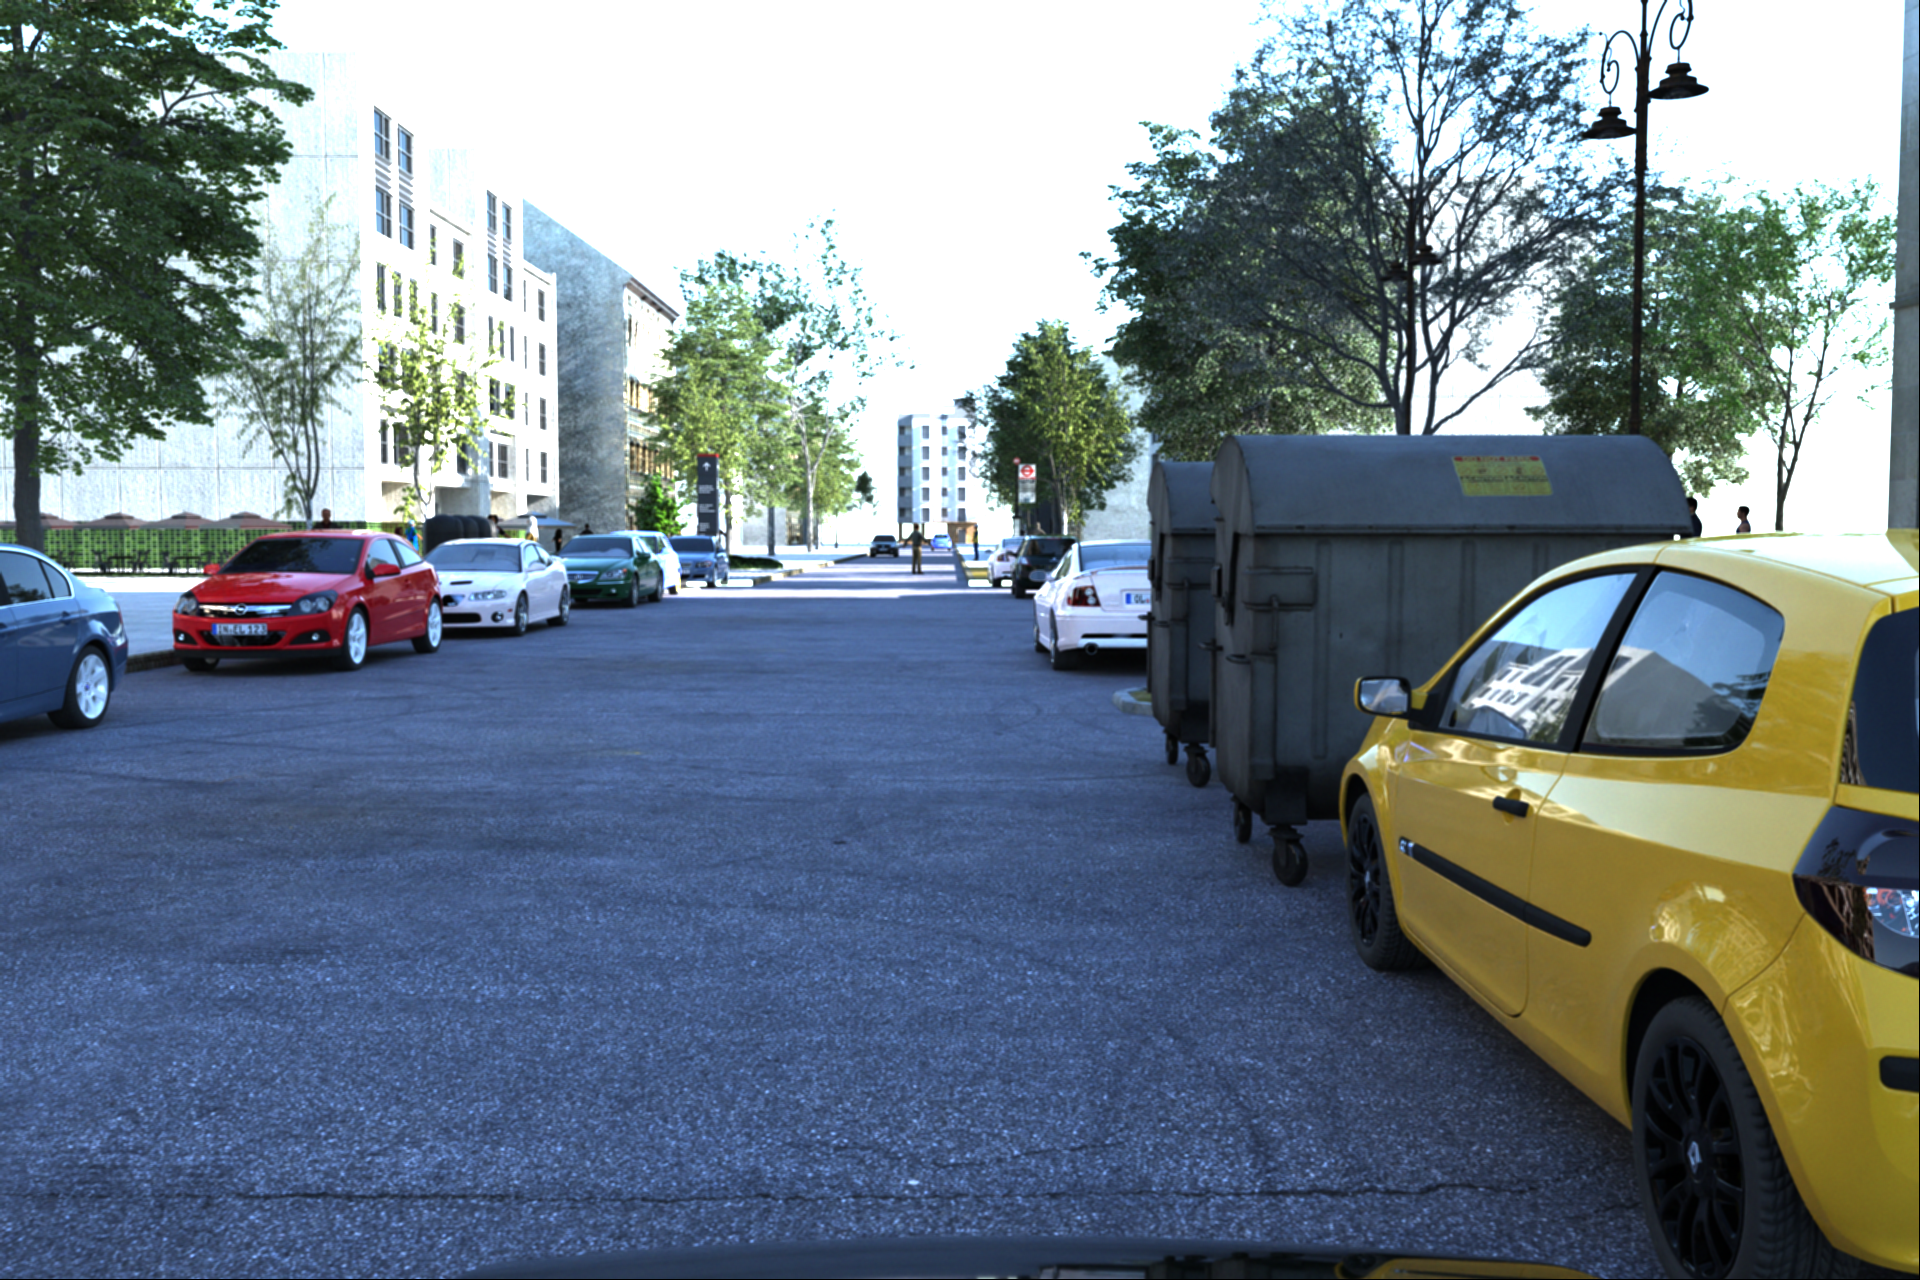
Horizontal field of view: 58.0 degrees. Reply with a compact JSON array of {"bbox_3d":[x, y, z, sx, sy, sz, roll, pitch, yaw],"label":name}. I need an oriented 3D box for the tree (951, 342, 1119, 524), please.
[{"bbox_3d":[4.673,-11.897,104.890,12.009,13.543,11.850,0,3,0],"label":"tree"}]

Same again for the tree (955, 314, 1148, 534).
[{"bbox_3d":[4.261,-8.483,73.104,8.767,10.594,7.601,-2,4,-33],"label":"tree"}]

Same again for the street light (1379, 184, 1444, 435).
[{"bbox_3d":[6.051,-3.094,23.379,0.468,5.910,1.993,0,4,-1],"label":"street light"}]

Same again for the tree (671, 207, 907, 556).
[{"bbox_3d":[-9.833,-14.940,100.164,12.611,20.169,13.585,0,3,0],"label":"tree"}]

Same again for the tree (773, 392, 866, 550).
[{"bbox_3d":[-11.363,-13.496,138.781,7.486,12.596,7.792,0,3,0],"label":"tree"}]

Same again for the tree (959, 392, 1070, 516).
[{"bbox_3d":[4.856,-14.559,148.415,12.009,13.543,11.850,0,3,0],"label":"tree"}]

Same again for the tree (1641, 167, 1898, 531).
[{"bbox_3d":[23.626,-7.555,49.283,9.928,11.665,9.643,0,3,0],"label":"tree"}]

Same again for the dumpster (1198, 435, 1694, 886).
[{"bbox_3d":[2.032,0.042,7.529,1.865,1.857,1.264,0,4,-1],"label":"dumpster"}]

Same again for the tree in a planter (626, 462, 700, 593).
[{"bbox_3d":[-7.525,-2.797,42.947,1.991,3.239,1.994,0,4,0],"label":"tree in a planter"}]

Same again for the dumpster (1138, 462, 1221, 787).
[{"bbox_3d":[2.039,-0.126,10.277,1.865,1.857,1.264,0,4,-1],"label":"dumpster"}]

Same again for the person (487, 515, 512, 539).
[{"bbox_3d":[-13.143,-2.607,48.770,1.345,1.843,0.704,-2,4,-24],"label":"person"}]

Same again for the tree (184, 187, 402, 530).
[{"bbox_3d":[-13.399,-5.249,36.182,4.360,8.622,3.978,0,3,0],"label":"tree"}]

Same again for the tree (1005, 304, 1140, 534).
[{"bbox_3d":[3.652,-6.491,56.490,4.737,8.622,4.395,0,3,0],"label":"tree"}]

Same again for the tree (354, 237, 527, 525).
[{"bbox_3d":[-13.434,-5.728,44.019,4.737,8.622,4.395,0,3,0],"label":"tree"}]

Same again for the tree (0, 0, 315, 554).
[{"bbox_3d":[-13.102,-6.492,24.271,7.486,12.596,7.792,0,3,0],"label":"tree"}]

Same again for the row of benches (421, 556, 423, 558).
[{"bbox_3d":[-16.295,-2.248,52.210,4.104,0.672,1.422,-1,4,-16],"label":"row of benches"}]

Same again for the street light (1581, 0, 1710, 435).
[{"bbox_3d":[5.735,-2.562,14.677,0.468,5.910,1.993,0,4,-1],"label":"street light"}]

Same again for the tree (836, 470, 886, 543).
[{"bbox_3d":[-13.767,-18.787,241.571,7.601,10.594,8.767,0,4,-4],"label":"tree"}]

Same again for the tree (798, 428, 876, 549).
[{"bbox_3d":[-10.526,-13.239,150.876,8.767,10.594,7.601,3,5,44],"label":"tree"}]

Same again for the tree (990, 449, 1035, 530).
[{"bbox_3d":[4.356,-11.394,136.656,4.737,8.622,4.395,0,3,0],"label":"tree"}]

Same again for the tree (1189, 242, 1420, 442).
[{"bbox_3d":[11.187,-8.113,58.398,9.928,11.665,9.643,0,3,0],"label":"tree"}]

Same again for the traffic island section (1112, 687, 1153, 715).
[{"bbox_3d":[2.296,0.517,14.417,1.991,0.108,1.994,0,4,0],"label":"traffic island section"}]

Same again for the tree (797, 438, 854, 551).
[{"bbox_3d":[-10.413,-11.030,130.700,4.737,8.622,4.395,0,3,0],"label":"tree"}]

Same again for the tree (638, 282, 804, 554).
[{"bbox_3d":[-10.986,-9.827,78.801,7.486,12.596,7.792,0,3,0],"label":"tree"}]

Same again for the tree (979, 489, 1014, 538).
[{"bbox_3d":[6.087,-18.700,240.159,7.601,10.594,8.767,0,4,4],"label":"tree"}]

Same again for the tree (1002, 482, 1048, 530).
[{"bbox_3d":[4.724,-10.923,128.958,4.360,8.622,3.978,0,3,0],"label":"tree"}]

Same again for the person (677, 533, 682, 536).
[{"bbox_3d":[-8.515,-2.629,52.245,0.991,1.433,0.599,1,4,21],"label":"person"}]

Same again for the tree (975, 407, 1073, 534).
[{"bbox_3d":[4.552,-11.418,121.100,7.601,10.594,8.767,-1,4,-14],"label":"tree"}]

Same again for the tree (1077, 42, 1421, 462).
[{"bbox_3d":[7.912,-8.561,46.634,9.857,13.997,8.962,0,3,0],"label":"tree"}]

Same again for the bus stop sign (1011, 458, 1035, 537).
[{"bbox_3d":[2.200,-4.386,60.410,0.855,3.939,0.416,0,4,-1],"label":"bus stop sign"}]

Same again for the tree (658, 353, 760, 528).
[{"bbox_3d":[-10.275,-7.341,70.382,4.737,8.622,4.395,0,3,0],"label":"tree"}]

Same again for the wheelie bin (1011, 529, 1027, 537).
[{"bbox_3d":[2.275,-3.630,67.266,0.693,1.594,0.980,0,4,0],"label":"wheelie bin"}]

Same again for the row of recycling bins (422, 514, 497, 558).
[{"bbox_3d":[-10.864,-1.883,37.892,1.069,1.692,3.534,0,4,0],"label":"row of recycling bins"}]

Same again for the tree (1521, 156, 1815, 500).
[{"bbox_3d":[24.283,-9.379,60.007,9.857,13.997,8.962,0,3,0],"label":"tree"}]

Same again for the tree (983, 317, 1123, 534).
[{"bbox_3d":[4.630,-10.587,91.222,7.486,12.596,7.792,0,3,0],"label":"tree"}]

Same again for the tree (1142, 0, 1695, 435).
[{"bbox_3d":[8.490,-7.481,32.680,12.009,13.543,11.850,0,3,0],"label":"tree"}]

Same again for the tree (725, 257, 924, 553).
[{"bbox_3d":[-9.334,-16.072,118.659,12.611,20.169,13.585,0,3,0],"label":"tree"}]
